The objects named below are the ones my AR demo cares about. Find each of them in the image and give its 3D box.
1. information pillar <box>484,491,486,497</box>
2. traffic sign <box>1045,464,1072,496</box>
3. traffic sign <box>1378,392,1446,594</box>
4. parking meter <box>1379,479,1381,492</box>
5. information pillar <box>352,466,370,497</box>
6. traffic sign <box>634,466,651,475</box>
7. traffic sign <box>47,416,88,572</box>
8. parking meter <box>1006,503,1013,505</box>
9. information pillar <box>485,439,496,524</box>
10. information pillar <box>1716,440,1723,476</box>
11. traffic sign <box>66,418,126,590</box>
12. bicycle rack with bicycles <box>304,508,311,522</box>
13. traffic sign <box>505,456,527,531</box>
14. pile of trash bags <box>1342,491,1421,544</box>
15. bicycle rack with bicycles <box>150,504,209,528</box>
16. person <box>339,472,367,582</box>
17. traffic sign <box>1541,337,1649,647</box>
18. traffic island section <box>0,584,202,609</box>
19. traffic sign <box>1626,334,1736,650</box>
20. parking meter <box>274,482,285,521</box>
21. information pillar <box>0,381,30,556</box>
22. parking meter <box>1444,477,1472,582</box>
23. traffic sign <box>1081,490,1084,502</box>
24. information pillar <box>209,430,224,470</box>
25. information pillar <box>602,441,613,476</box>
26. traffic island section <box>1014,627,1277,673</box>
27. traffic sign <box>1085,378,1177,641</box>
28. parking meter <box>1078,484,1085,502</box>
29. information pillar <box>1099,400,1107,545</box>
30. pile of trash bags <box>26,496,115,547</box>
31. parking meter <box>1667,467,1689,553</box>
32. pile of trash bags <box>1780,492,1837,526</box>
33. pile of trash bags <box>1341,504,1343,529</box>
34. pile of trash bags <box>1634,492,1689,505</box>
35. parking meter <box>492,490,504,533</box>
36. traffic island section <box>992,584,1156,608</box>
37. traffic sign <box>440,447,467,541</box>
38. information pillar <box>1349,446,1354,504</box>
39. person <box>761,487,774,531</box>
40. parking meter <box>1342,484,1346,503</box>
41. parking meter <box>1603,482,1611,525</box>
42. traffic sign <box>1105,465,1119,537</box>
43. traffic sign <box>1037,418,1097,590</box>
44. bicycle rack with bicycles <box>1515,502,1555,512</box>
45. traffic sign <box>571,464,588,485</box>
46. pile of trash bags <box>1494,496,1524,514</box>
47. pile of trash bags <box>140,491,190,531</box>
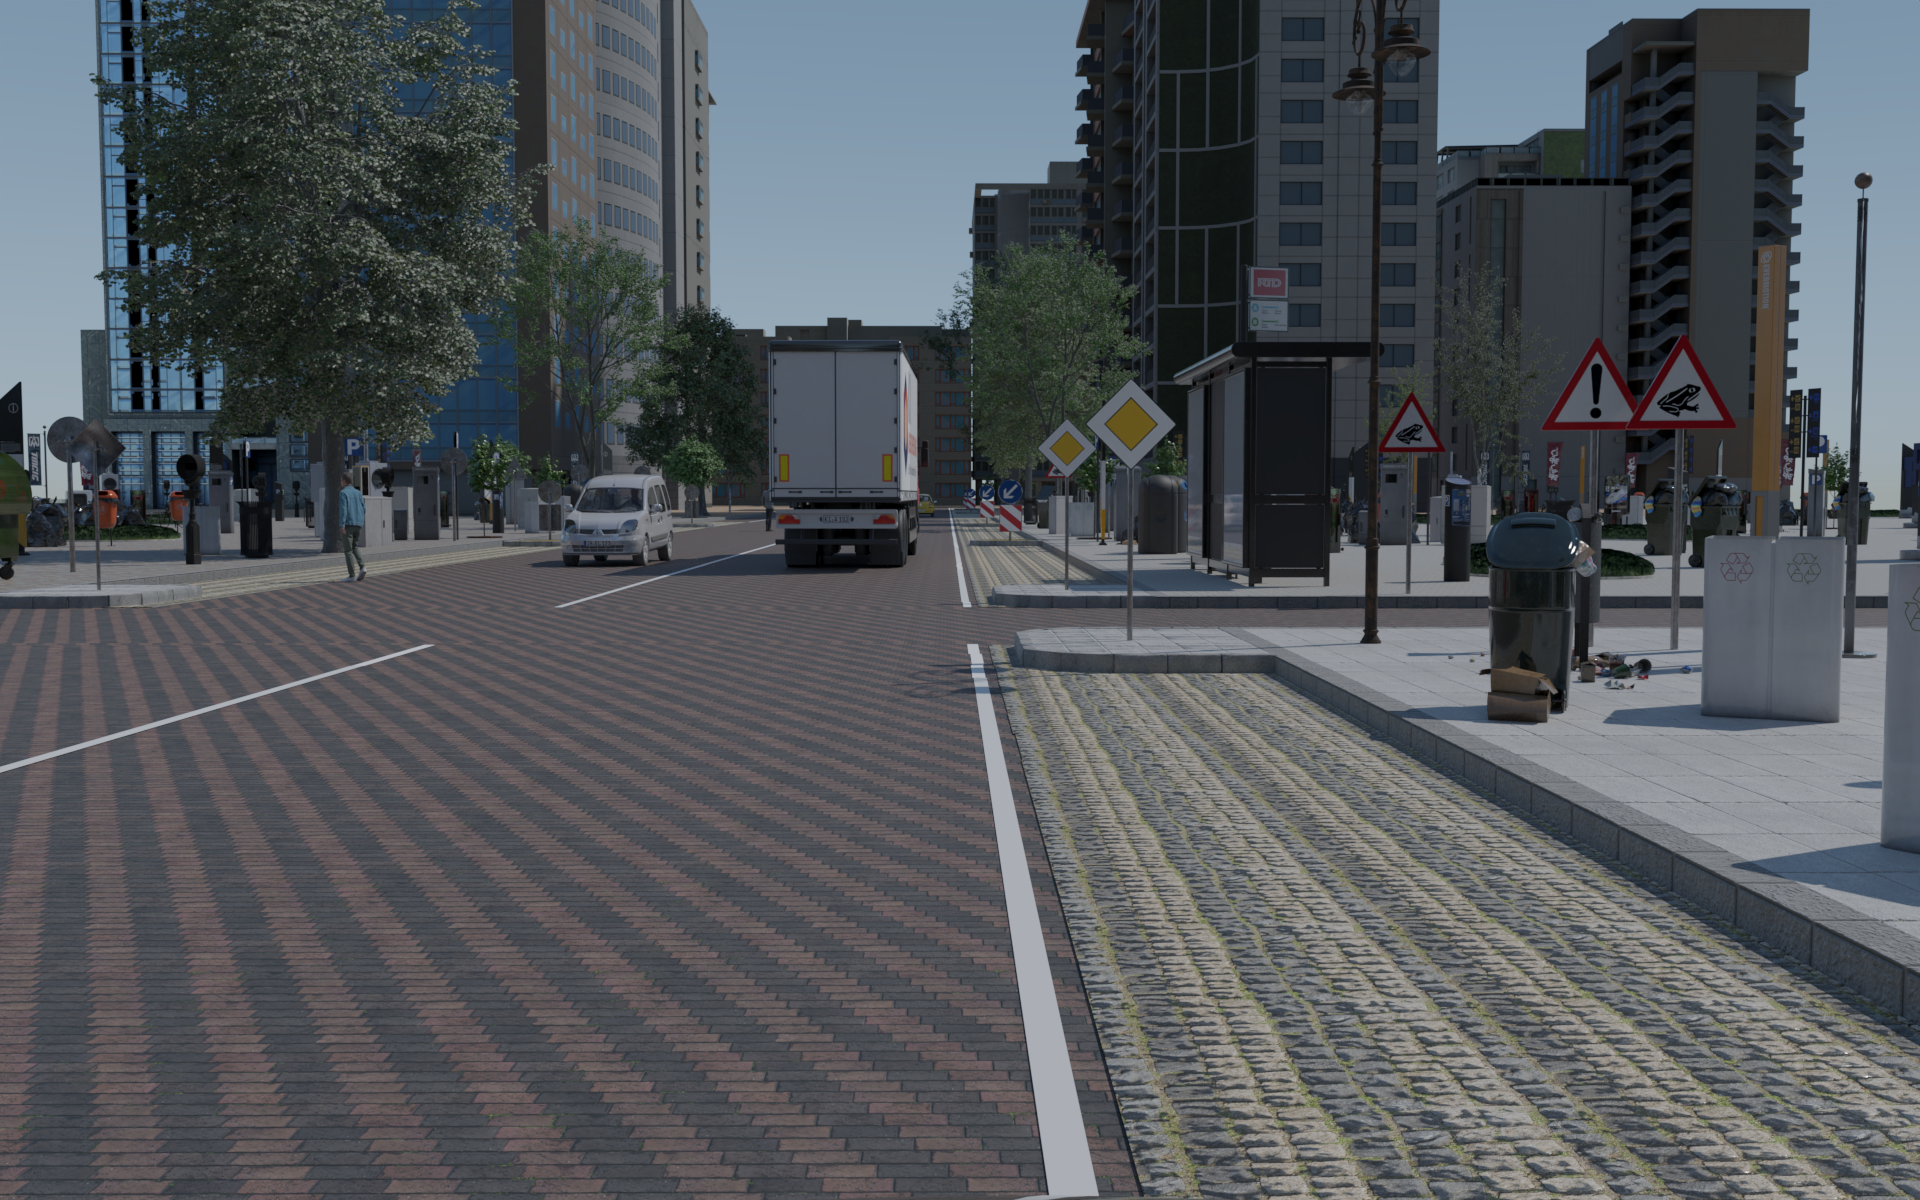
[{"bbox_3d":[-21.944,-5.449,80.443,0.183,3.616,0.504,2,4,27],"label":"information pillar"},{"bbox_3d":[3.249,-3.502,57.265,0.884,2.594,0.081,0,4,5],"label":"traffic sign"},{"bbox_3d":[5.759,-1.357,22.187,0.884,2.594,0.081,0,4,1],"label":"traffic sign"},{"bbox_3d":[14.833,-3.353,60.538,0.255,1.863,0.399,-1,4,-15],"label":"parking meter"},{"bbox_3d":[-15.631,-2.491,45.221,0.304,2.012,0.304,2,4,25],"label":"information pillar"},{"bbox_3d":[-14.286,-4.758,77.907,0.768,2.556,0.104,0,4,1],"label":"traffic sign"},{"bbox_3d":[-14.580,-1.730,28.389,0.768,2.556,0.104,0,4,1],"label":"traffic sign"},{"bbox_3d":[2.503,-4.877,88.154,0.372,1.533,0.369,0,3,0],"label":"parking meter"},{"bbox_3d":[-20.008,-5.066,74.187,0.183,3.616,0.504,0,4,6],"label":"information pillar"},{"bbox_3d":[32.678,-5.090,74.579,0.183,3.616,0.504,3,5,40],"label":"information pillar"},{"bbox_3d":[-11.471,-1.185,23.019,0.795,2.450,0.064,0,4,0],"label":"traffic sign"},{"bbox_3d":[-29.222,-4.093,80.308,2.852,0.926,2.925,-2,4,-28],"label":"bicycle rack with bicycles"},{"bbox_3d":[-15.353,-3.652,59.719,0.884,2.594,0.081,0,4,7],"label":"traffic sign"},{"bbox_3d":[11.295,-2.230,46.207,1.912,1.369,3.447,1,4,14],"label":"pile of trash bags"},{"bbox_3d":[-29.086,-3.190,65.535,2.852,0.926,2.925,0,4,5],"label":"bicycle rack with bicycles"},{"bbox_3d":[-9.887,-1.182,28.173,0.444,1.785,0.601,2,4,32],"label":"person"},{"bbox_3d":[5.290,-0.885,14.478,0.884,2.594,0.081,0,4,5],"label":"traffic sign"},{"bbox_3d":[-11.494,-0.049,23.080,2.009,0.180,2.903,0,4,0],"label":"traffic island section"},{"bbox_3d":[5.893,-0.869,14.217,0.884,2.594,0.081,0,4,3],"label":"traffic sign"},{"bbox_3d":[-32.053,-4.641,81.599,0.399,1.863,0.255,0,4,2],"label":"parking meter"},{"bbox_3d":[-19.736,-2.736,36.092,0.504,3.616,0.183,0,4,1],"label":"information pillar"},{"bbox_3d":[7.303,-1.040,25.421,0.372,1.533,0.369,0,3,0],"label":"parking meter"},{"bbox_3d":[3.870,-3.336,54.645,0.768,2.556,0.104,0,4,3],"label":"traffic sign"},{"bbox_3d":[-26.808,-4.352,62.518,0.504,3.616,0.183,0,4,3],"label":"information pillar"},{"bbox_3d":[-15.687,-5.238,76.999,0.504,3.616,0.183,-3,5,-40],"label":"information pillar"},{"bbox_3d":[1.507,0.434,15.188,2.009,0.180,2.903,0,4,0],"label":"traffic island section"},{"bbox_3d":[1.484,-0.701,15.111,0.795,2.450,0.064,0,4,0],"label":"traffic sign"},{"bbox_3d":[5.438,-4.383,77.369,0.255,1.863,0.399,0,4,-3],"label":"parking meter"},{"bbox_3d":[3.580,-3.182,43.378,0.183,3.616,0.504,0,4,0],"label":"information pillar"},{"bbox_3d":[-22.317,-1.997,42.396,3.447,1.369,1.912,0,4,-1],"label":"pile of trash bags"},{"bbox_3d":[15.527,-1.944,37.491,0.255,1.863,0.399,-2,4,-30],"label":"parking meter"},{"bbox_3d":[34.631,-3.755,71.145,1.912,1.369,3.447,3,4,36],"label":"pile of trash bags"},{"bbox_3d":[12.482,-2.878,56.809,1.912,1.369,3.447,2,4,28],"label":"pile of trash bags"},{"bbox_3d":[38.738,-5.214,94.998,3.447,1.369,1.912,1,4,13],"label":"pile of trash bags"},{"bbox_3d":[-15.098,-2.948,56.608,0.372,1.533,0.369,0,3,0],"label":"parking meter"},{"bbox_3d":[1.447,-0.055,23.173,2.009,0.180,2.903,0,4,0],"label":"traffic island section"},{"bbox_3d":[-13.822,-2.886,47.286,0.768,2.556,0.104,1,4,9],"label":"traffic sign"},{"bbox_3d":[19.309,-5.753,85.419,0.183,3.616,0.504,0,4,-6],"label":"information pillar"},{"bbox_3d":[-7.316,-3.541,66.579,0.592,1.802,0.473,3,5,41],"label":"person"},{"bbox_3d":[20.142,-5.167,90.188,0.399,1.863,0.255,-1,4,-14],"label":"parking meter"},{"bbox_3d":[26.435,-3.971,70.635,0.255,1.863,0.399,0,4,4],"label":"parking meter"},{"bbox_3d":[4.427,-3.015,51.419,0.606,2.300,0.079,0,4,6],"label":"traffic sign"},{"bbox_3d":[1.423,-1.190,23.096,0.795,2.450,0.064,0,4,0],"label":"traffic sign"},{"bbox_3d":[31.430,-4.995,95.047,2.852,0.926,2.925,-2,4,-31],"label":"bicycle rack with bicycles"},{"bbox_3d":[-16.251,-4.517,73.952,0.768,2.556,0.104,0,4,4],"label":"traffic sign"},{"bbox_3d":[28.298,-4.940,90.514,3.447,1.369,1.912,3,4,37],"label":"pile of trash bags"},{"bbox_3d":[-25.686,-2.682,53.596,3.447,1.369,1.912,-3,4,-36],"label":"pile of trash bags"}]
